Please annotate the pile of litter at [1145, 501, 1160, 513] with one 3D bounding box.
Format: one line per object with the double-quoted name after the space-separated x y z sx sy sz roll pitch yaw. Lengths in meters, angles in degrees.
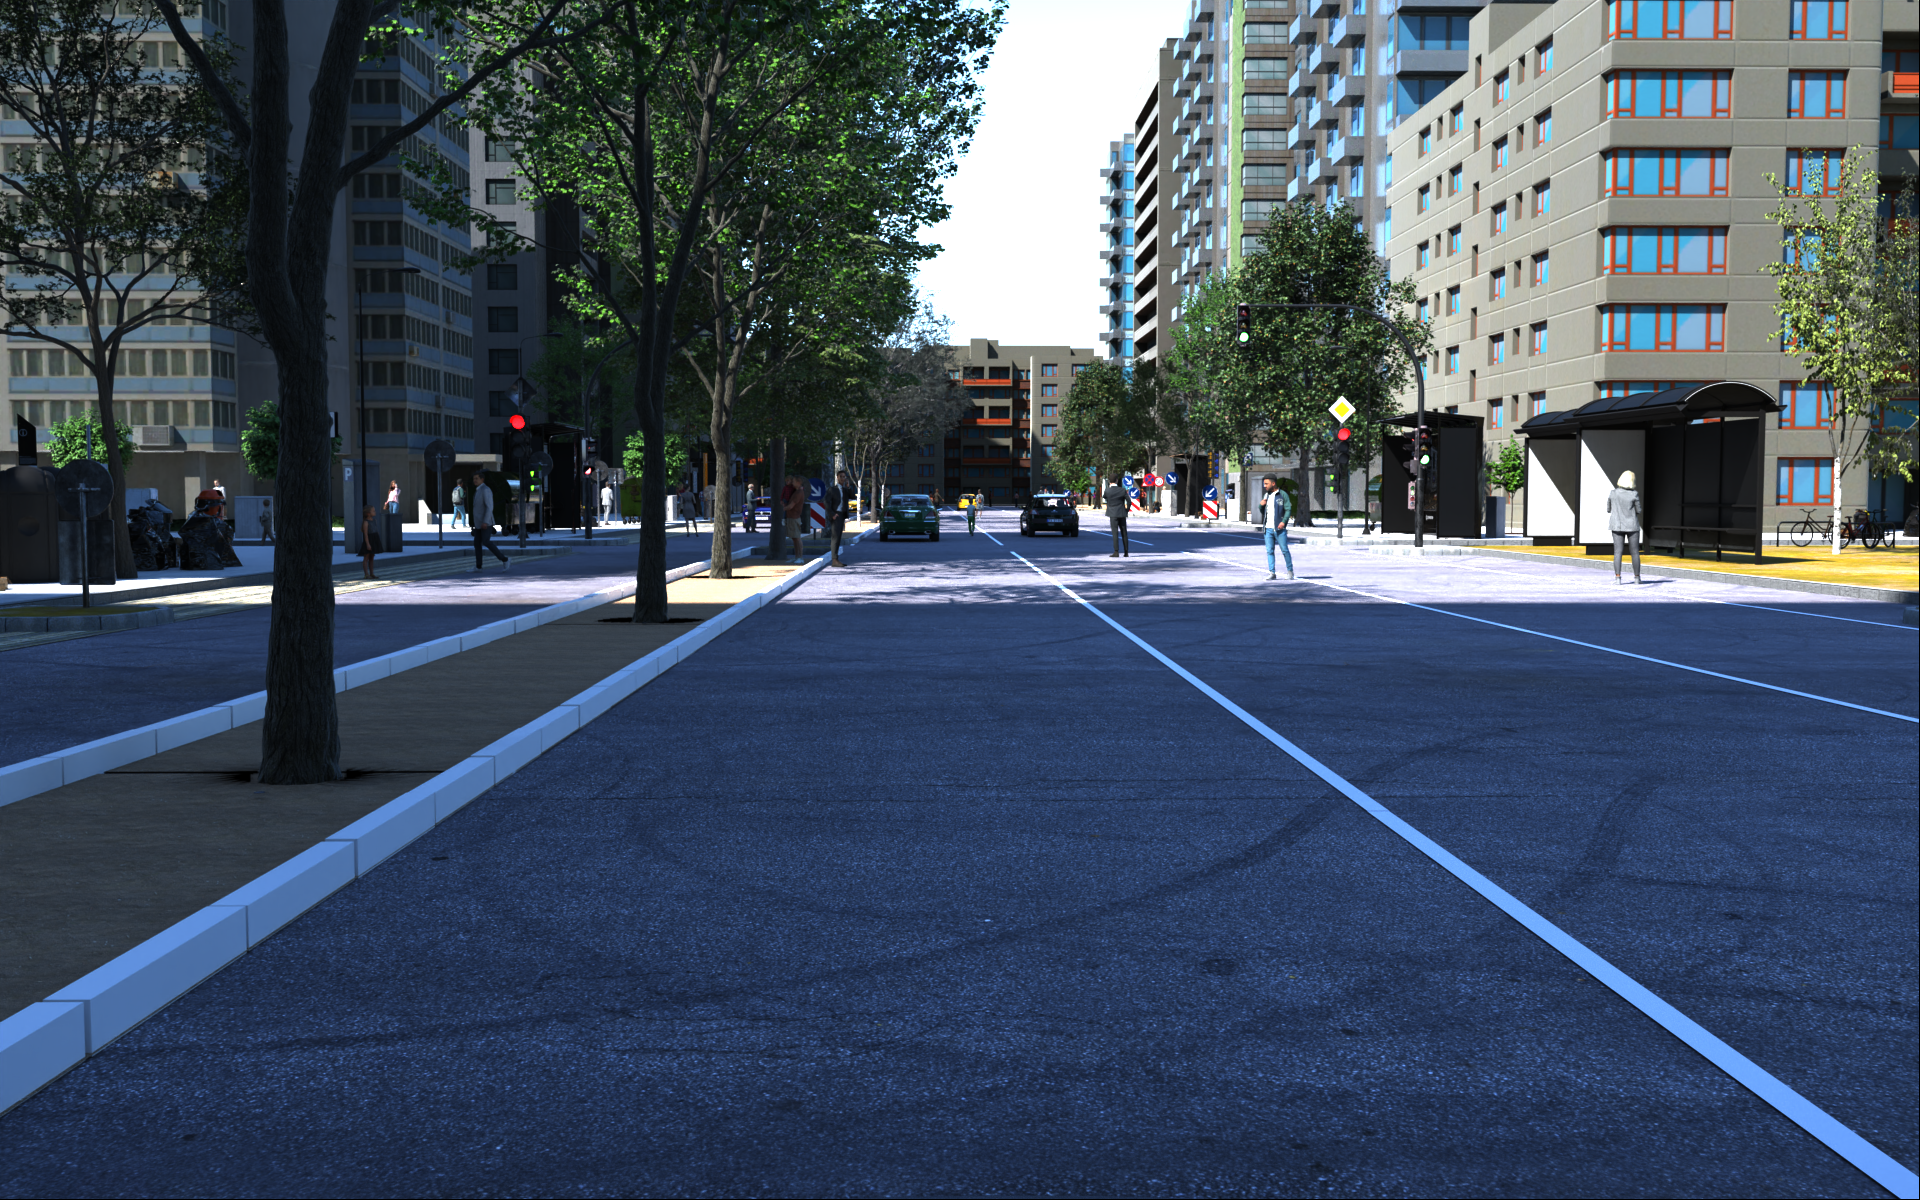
13.199 -6.411 118.793 1.176 0.858 1.719 2 4 30 "pile of litter"

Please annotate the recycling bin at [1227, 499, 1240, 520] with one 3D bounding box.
13.934 -4.570 87.265 0.722 1.027 0.722 3 5 39 "recycling bin"

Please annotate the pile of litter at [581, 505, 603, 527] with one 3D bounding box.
-14.751 -3.255 67.179 1.719 0.858 1.176 -1 4 -9 "pile of litter"

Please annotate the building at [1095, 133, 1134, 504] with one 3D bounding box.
33.077 -37.213 228.038 30.456 49.044 23.786 0 4 -1 "building"

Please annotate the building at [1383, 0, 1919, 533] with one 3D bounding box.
35.205 -13.764 70.084 28.899 21.520 27.650 0 4 -1 "building"

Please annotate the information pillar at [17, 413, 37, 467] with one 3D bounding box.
-27.072 -3.605 50.291 0.504 3.616 0.183 -2 4 -30 "information pillar"

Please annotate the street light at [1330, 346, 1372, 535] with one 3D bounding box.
12.278 -5.009 54.438 1.470 5.913 1.316 0 4 -1 "street light"

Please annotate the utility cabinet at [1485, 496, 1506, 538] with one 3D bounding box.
15.752 -2.432 50.922 0.306 1.237 1.020 0 4 0 "utility cabinet"

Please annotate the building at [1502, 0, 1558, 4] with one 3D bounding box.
33.342 -29.928 108.933 23.786 49.044 30.456 0 4 -1 "building"

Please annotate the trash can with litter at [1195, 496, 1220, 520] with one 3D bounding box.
12.305 -4.528 85.426 1.055 1.170 0.624 1 4 17 "trash can with litter"

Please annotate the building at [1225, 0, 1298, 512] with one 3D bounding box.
27.432 -27.459 132.546 14.154 41.232 14.086 0 4 -1 "building"

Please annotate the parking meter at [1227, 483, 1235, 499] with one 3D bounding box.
14.188 -5.202 90.767 0.399 1.863 0.255 -3 5 -40 "parking meter"

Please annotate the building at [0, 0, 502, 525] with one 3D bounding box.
-36.305 -23.686 79.142 32.217 40.220 23.993 0 4 -1 "building"

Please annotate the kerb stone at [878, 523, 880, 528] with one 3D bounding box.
-3.398 -2.926 70.056 0.120 0.150 1.000 0 4 -1 "kerb stone"

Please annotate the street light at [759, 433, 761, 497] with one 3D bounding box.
-13.236 -8.974 119.266 1.470 5.913 1.316 0 4 -1 "street light"

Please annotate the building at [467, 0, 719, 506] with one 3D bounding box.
-33.536 -32.554 155.958 21.300 48.544 21.600 0 4 -1 "building"

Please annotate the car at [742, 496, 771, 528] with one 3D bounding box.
-8.239 -3.742 73.763 1.945 1.354 3.894 0 3 0 "car"

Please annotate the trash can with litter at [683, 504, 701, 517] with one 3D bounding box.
-14.910 -5.185 96.159 1.055 1.170 0.624 0 4 2 "trash can with litter"

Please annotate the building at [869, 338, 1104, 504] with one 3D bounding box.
3.238 -23.544 229.986 28.899 21.520 27.650 0 4 -1 "building"

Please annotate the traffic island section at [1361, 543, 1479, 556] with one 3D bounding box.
11.070 -1.191 41.758 2.009 0.180 2.903 0 4 -1 "traffic island section"

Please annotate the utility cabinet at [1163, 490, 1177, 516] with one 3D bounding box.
12.125 -5.595 100.158 0.318 1.500 1.173 -1 4 -23 "utility cabinet"

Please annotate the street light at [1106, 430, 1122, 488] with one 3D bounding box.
11.126 -9.312 124.789 1.470 5.913 1.316 0 4 -1 "street light"

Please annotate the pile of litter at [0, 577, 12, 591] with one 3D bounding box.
-13.322 -0.559 23.101 1.176 0.858 1.719 -2 4 -27 "pile of litter"

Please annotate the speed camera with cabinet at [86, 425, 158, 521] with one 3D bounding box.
-24.159 -3.384 49.666 2.038 3.252 0.660 0 4 -4 "speed camera with cabinet"

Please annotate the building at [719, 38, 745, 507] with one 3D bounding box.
-37.172 -39.048 180.427 28.212 58.520 21.231 0 4 -1 "building"

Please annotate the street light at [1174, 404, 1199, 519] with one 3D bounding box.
11.677 -7.134 89.175 1.470 5.913 1.316 0 4 -1 "street light"

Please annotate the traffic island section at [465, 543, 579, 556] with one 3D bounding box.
-10.468 -1.169 41.395 2.009 0.180 2.903 0 4 -1 "traffic island section"

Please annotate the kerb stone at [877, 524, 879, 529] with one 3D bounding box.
-3.362 -2.802 68.010 0.120 0.150 1.000 0 4 -1 "kerb stone"

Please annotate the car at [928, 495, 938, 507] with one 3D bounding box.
-2.012 -4.123 79.410 2.014 1.417 4.499 0 4 -1 "car"

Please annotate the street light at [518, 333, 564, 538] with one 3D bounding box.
-12.097 -4.735 49.956 1.470 5.913 1.316 0 4 -1 "street light"

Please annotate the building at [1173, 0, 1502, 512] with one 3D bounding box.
31.215 -32.760 155.237 23.786 49.044 30.456 0 4 -1 "building"

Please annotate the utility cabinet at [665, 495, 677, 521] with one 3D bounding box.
-14.087 -4.441 83.778 0.306 1.237 1.020 -3 5 -43 "utility cabinet"

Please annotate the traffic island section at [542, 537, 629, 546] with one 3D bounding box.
-10.605 -1.657 49.379 2.009 0.180 2.903 0 4 -1 "traffic island section"

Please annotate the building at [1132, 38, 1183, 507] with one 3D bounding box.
30.055 -34.138 181.856 21.300 48.544 21.600 0 4 -1 "building"

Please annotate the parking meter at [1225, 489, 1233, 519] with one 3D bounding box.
13.810 -4.929 88.994 0.372 1.533 0.369 0 3 0 "parking meter"

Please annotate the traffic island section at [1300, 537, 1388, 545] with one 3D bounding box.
10.933 -1.680 49.742 2.009 0.180 2.903 0 4 -1 "traffic island section"

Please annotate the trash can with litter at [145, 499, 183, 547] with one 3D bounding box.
-18.106 -1.729 39.653 1.055 1.170 0.624 1 4 10 "trash can with litter"

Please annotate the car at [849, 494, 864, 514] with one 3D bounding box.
-7.545 -6.620 118.464 2.015 1.641 3.980 0 4 -2 "car"

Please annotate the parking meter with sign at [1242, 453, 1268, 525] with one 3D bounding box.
12.549 -4.661 72.475 0.543 3.016 1.738 -2 4 -32 "parking meter with sign"

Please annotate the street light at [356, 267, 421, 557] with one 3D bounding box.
-11.726 -3.854 35.561 1.470 5.913 1.316 0 4 -1 "street light"

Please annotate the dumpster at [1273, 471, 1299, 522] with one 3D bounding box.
13.797 -4.408 74.566 1.502 2.255 1.985 0 4 -1 "dumpster"

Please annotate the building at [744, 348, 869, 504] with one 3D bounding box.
-25.665 -23.541 229.940 28.899 21.520 27.650 0 4 -1 "building"

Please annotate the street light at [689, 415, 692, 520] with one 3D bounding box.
-12.644 -6.842 84.402 1.470 5.913 1.316 0 4 -1 "street light"

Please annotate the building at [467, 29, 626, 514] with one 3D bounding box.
-29.713 -20.720 110.471 14.160 30.474 14.107 0 4 -1 "building"

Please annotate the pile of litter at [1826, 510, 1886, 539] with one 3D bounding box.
25.642 -2.179 49.593 1.719 0.858 1.176 1 4 14 "pile of litter"

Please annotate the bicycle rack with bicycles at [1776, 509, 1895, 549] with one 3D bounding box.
21.199 -1.718 41.478 2.925 0.926 2.852 -1 4 -17 "bicycle rack with bicycles"

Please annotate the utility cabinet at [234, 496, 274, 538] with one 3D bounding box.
-20.512 -2.395 50.323 1.020 1.237 0.306 -1 4 -15 "utility cabinet"

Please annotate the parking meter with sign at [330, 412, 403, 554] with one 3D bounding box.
-12.942 -2.525 37.540 0.543 3.016 1.738 2 4 35 "parking meter with sign"
